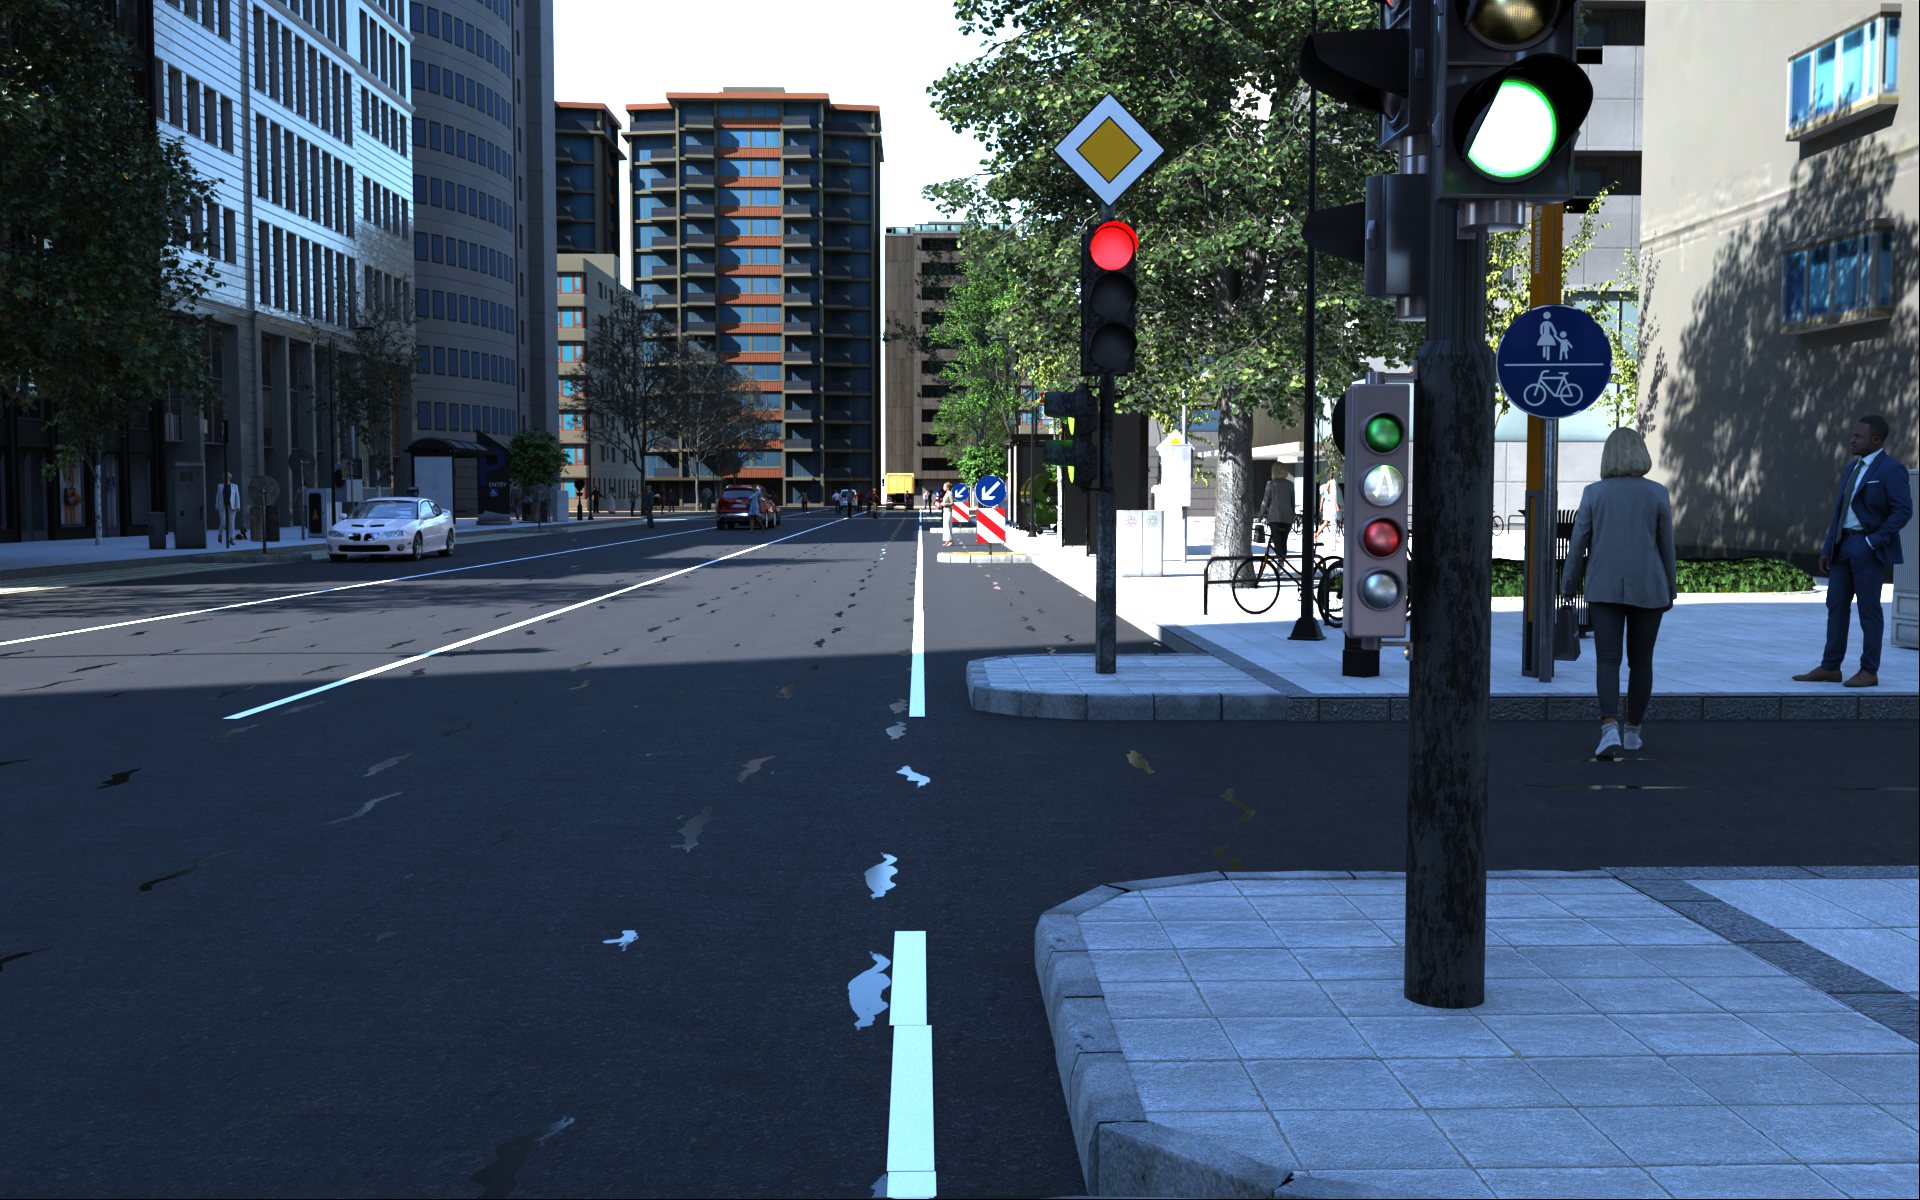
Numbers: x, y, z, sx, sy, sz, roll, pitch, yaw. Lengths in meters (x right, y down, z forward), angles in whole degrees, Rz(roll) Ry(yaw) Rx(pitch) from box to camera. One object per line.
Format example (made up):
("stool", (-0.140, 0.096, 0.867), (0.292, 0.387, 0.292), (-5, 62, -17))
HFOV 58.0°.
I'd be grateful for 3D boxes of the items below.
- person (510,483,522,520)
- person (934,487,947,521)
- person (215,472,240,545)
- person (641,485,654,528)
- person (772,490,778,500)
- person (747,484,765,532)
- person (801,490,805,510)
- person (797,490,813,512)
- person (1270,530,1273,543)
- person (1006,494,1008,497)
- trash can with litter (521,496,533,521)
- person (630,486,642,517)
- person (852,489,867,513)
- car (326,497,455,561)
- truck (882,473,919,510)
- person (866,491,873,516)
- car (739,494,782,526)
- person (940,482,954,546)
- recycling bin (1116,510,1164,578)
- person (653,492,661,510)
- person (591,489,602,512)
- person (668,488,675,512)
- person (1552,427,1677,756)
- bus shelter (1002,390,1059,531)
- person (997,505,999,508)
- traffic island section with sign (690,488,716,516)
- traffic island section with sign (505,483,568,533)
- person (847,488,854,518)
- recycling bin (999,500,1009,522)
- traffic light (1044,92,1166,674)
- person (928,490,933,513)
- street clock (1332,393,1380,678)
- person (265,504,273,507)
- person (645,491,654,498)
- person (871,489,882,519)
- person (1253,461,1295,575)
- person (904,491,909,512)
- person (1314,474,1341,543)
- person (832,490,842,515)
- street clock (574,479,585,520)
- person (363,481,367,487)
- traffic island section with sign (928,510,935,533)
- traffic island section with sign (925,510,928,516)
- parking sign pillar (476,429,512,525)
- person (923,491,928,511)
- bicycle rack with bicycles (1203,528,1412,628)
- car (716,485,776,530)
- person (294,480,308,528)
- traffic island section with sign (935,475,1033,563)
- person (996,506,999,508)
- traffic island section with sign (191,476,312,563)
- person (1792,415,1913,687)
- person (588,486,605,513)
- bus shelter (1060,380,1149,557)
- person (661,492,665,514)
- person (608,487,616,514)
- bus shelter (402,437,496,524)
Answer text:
("person", (-22.189, -4.930, 86.606), (0.622, 1.834, 0.822), (0, 3, 0))
("person", (-0.825, -4.995, 90.113), (0.705, 1.831, 1.348), (3, 5, 43))
("person", (-18.561, -2.320, 43.852), (0.514, 1.842, 0.818), (-3, 5, -40))
("person", (-13.125, -3.918, 72.739), (0.590, 1.801, 0.661), (-2, 4, -24))
("person", (-16.406, -8.767, 151.798), (1.348, 1.831, 0.705), (3, 5, 39))
("person", (-7.655, -3.424, 64.582), (0.616, 1.811, 0.778), (3, 4, 38))
("person", (-14.536, -9.288, 160.360), (1.348, 1.824, 0.705), (3, 5, 43))
("person", (-12.725, -8.169, 142.160), (1.348, 1.812, 0.705), (0, 4, 3))
("person", (8.297, -2.370, 45.221), (0.576, 1.772, 0.534), (0, 4, 0))
("person", (4.910, -9.643, 163.694), (1.348, 1.826, 0.705), (1, 4, 20))
("trash can with litter", (-20.528, -4.350, 82.506), (0.624, 1.170, 1.055), (-2, 4, -31))
("person", (-18.316, -5.591, 97.991), (0.750, 1.759, 0.617), (0, 4, -8))
("person", (-7.811, -7.708, 134.467), (1.348, 1.831, 0.705), (1, 4, 13))
("car", (-12.586, -1.601, 38.530), (2.083, 1.381, 4.827), (0, 4, -3))
("truck", (-5.529, -10.025, 159.834), (3.469, 3.379, 9.791), (0, 4, -2))
("person", (-5.857, -6.254, 112.219), (0.415, 1.643, 0.593), (0, 4, 2))
("car", (-9.240, -4.291, 79.938), (2.009, 1.686, 4.222), (0, 4, -2))
("person", (-0.371, -2.381, 47.974), (0.362, 1.759, 0.519), (-1, 4, -16))
("recycling bin", (2.726, -0.878, 26.904), (0.722, 1.027, 0.722), (-1, 4, -12))
("person", (-24.629, -8.052, 140.880), (0.628, 1.438, 0.799), (-1, 4, -12))
("person", (-26.452, -7.311, 125.678), (0.705, 1.812, 1.348), (2, 4, 34))
("person", (-20.796, -7.214, 124.918), (0.541, 1.710, 0.530), (-1, 4, -10))
("person", (3.589, -0.055, 9.580), (0.709, 1.800, 0.728), (1, 4, 21))
("bus shelter", (2.731, -5.311, 64.464), (2.179, 5.291, 8.768), (0, 4, -1))
("person", (3.352, -8.467, 147.709), (0.421, 1.427, 0.697), (-1, 4, -17))
("traffic island section with sign", (-16.637, -6.433, 113.809), (1.989, 1.847, 2.006), (0, 4, -1))
("traffic island section with sign", (-15.511, -3.364, 63.621), (1.989, 1.847, 2.006), (0, 4, -1))
("person", (-6.664, -5.908, 105.081), (0.705, 1.826, 1.348), (1, 4, 10))
("recycling bin", (2.119, -3.948, 77.106), (0.722, 1.027, 0.722), (0, 4, -4))
("traffic light", (1.026, -1.430, 12.302), (0.839, 4.253, 0.868), (0, 4, -1))
("person", (-2.191, -6.919, 122.448), (0.721, 1.723, 1.217), (0, 4, -4))
("street clock", (2.830, -0.464, 12.164), (0.471, 2.002, 0.358), (-3, 5, -43))
("person", (-24.304, -3.334, 60.743), (0.592, 1.802, 0.473), (0, 3, 0))
("person", (-25.930, -8.380, 143.770), (1.217, 1.735, 0.721), (-3, 5, -44))
("person", (-4.876, -5.614, 100.812), (0.721, 1.766, 1.217), (-2, 4, -34))
("person", (4.984, -1.294, 27.383), (0.709, 1.800, 0.728), (-1, 4, -9))
("person", (-4.224, -7.805, 137.025), (0.530, 1.710, 0.541), (2, 4, 28))
("person", (9.634, -2.388, 45.183), (0.778, 1.811, 0.616), (-1, 4, -23))
("person", (-8.589, -6.806, 120.717), (0.756, 1.711, 0.436), (-1, 4, -10))
("street clock", (-18.518, -4.878, 84.330), (0.358, 2.002, 0.471), (3, 5, 43))
("person", (-23.381, -3.785, 68.028), (0.767, 1.812, 0.694), (-1, 4, -21))
("traffic island section with sign", (-0.111, -3.418, 64.510), (1.989, 1.847, 2.006), (0, 4, -1))
("traffic island section with sign", (-1.219, -6.454, 114.146), (1.989, 1.847, 2.006), (0, 4, -1))
("parking sign pillar", (-19.240, -5.073, 71.419), (1.447, 3.967, 1.447), (-1, 4, -15))
("person", (-2.876, -8.529, 148.890), (0.436, 1.711, 0.756), (3, 4, 37))
("bicycle rack with bicycles", (4.032, -0.288, 18.085), (2.925, 0.926, 2.852), (-2, 4, -32))
("car", (-8.807, -3.841, 71.470), (2.281, 1.827, 5.304), (0, 4, 0))
("person", (-24.393, -3.553, 64.403), (0.678, 1.792, 0.850), (-1, 4, -22))
("traffic island section with sign", (0.518, -1.736, 37.010), (1.989, 1.847, 2.006), (0, 4, -1))
("person", (3.341, -9.093, 154.728), (0.705, 1.822, 1.348), (3, 4, 37))
("traffic island section with sign", (-14.908, -1.715, 36.673), (1.989, 1.847, 2.006), (0, 4, -1))
("person", (6.029, -0.329, 11.603), (0.419, 1.800, 0.721), (-1, 4, -18))
("person", (-24.688, -6.811, 117.532), (0.705, 1.807, 1.348), (3, 5, 45))
("bus shelter", (3.014, -2.885, 38.450), (1.731, 3.624, 6.357), (0, 4, -1))
("person", (-19.008, -6.204, 110.741), (0.557, 1.426, 1.065), (0, 4, -5))
("person", (-22.742, -6.516, 113.249), (0.621, 1.740, 0.551), (-2, 4, -31))
("bus shelter", (-18.926, -4.314, 64.458), (2.014, 3.302, 5.546), (0, 4, -1))
